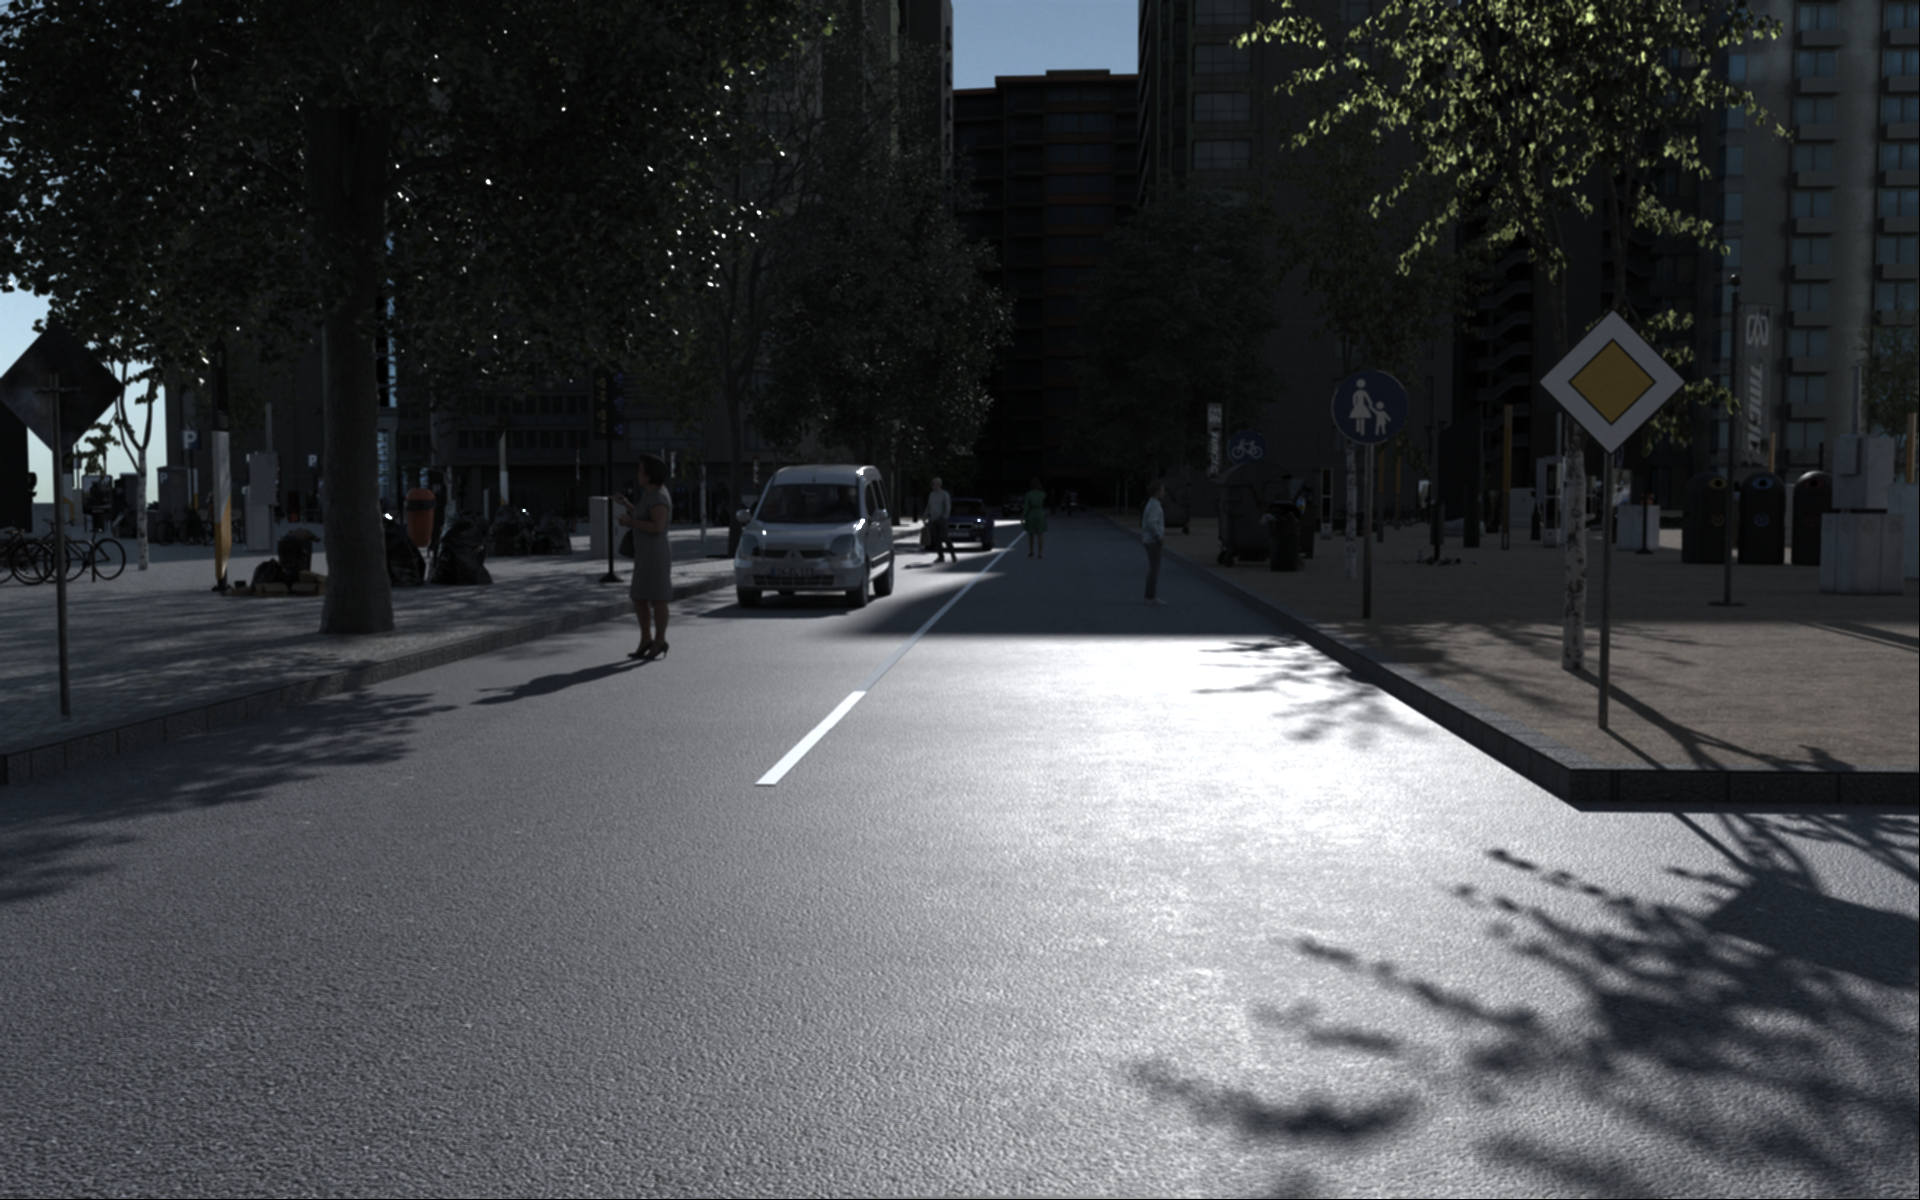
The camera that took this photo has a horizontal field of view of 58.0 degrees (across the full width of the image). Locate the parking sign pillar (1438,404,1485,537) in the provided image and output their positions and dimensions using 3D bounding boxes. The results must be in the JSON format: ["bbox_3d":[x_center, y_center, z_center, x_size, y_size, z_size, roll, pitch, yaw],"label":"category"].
[{"bbox_3d":[15.159,-3.910,52.397,1.447,3.967,1.447,3,4,36],"label":"parking sign pillar"}]

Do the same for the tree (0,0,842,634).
[{"bbox_3d":[-5.523,-6.675,15.793,9.857,13.997,8.962,0,3,0],"label":"tree"}]

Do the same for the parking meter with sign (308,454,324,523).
[{"bbox_3d":[-28.096,-4.933,76.907,0.543,3.016,1.738,1,4,21],"label":"parking meter with sign"}]

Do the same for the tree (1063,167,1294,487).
[{"bbox_3d":[8.775,-9.946,69.272,9.857,13.997,8.962,0,3,0],"label":"tree"}]

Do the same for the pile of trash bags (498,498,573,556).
[{"bbox_3d":[-9.929,-1.611,36.095,1.912,1.369,3.447,3,5,43],"label":"pile of trash bags"}]

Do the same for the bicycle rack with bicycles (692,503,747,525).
[{"bbox_3d":[-10.034,-3.597,72.198,2.852,0.926,2.925,0,4,-2],"label":"bicycle rack with bicycles"}]

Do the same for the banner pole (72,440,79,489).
[{"bbox_3d":[-40.536,-5.449,79.112,0.863,3.779,0.401,-2,4,-35],"label":"banner pole"}]

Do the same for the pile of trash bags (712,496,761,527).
[{"bbox_3d":[-8.261,-3.579,68.263,1.912,1.369,3.447,-3,5,-39],"label":"pile of trash bags"}]

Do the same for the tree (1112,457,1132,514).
[{"bbox_3d":[10.357,-9.840,111.242,4.360,8.622,3.978,0,3,0],"label":"tree"}]

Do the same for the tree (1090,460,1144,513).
[{"bbox_3d":[10.977,-8.237,118.386,4.285,4.588,4.351,0,3,0],"label":"tree"}]

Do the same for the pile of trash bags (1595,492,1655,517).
[{"bbox_3d":[28.549,-4.013,75.369,3.447,1.369,1.912,0,4,-8],"label":"pile of trash bags"}]

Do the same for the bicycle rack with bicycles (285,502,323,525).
[{"bbox_3d":[-31.578,-4.099,80.398,2.852,0.926,2.925,2,4,27],"label":"bicycle rack with bicycles"}]

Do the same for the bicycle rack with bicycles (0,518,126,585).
[{"bbox_3d":[-13.630,-0.718,25.117,2.852,0.926,2.925,3,5,43],"label":"bicycle rack with bicycles"}]

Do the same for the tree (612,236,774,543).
[{"bbox_3d":[-6.995,-5.808,45.316,4.737,8.622,4.395,0,3,0],"label":"tree"}]

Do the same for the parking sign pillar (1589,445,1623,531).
[{"bbox_3d":[22.717,-4.392,60.285,1.447,3.967,1.447,2,4,32],"label":"parking sign pillar"}]

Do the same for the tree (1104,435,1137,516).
[{"bbox_3d":[9.515,-9.193,100.670,4.737,8.622,4.395,0,3,0],"label":"tree"}]

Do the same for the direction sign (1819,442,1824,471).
[{"bbox_3d":[37.897,-5.156,76.290,0.379,3.537,0.876,1,4,18],"label":"direction sign"}]

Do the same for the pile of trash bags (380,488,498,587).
[{"bbox_3d":[-7.975,-0.968,25.582,1.912,1.369,3.447,-1,4,-19],"label":"pile of trash bags"}]

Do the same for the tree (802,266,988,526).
[{"bbox_3d":[-2.678,-8.754,68.884,9.928,11.665,9.643,0,3,0],"label":"tree"}]

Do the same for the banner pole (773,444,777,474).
[{"bbox_3d":[-6.824,-4.516,63.861,0.401,3.779,0.863,0,4,3],"label":"banner pole"}]

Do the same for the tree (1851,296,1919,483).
[{"bbox_3d":[35.524,-7.025,65.215,4.737,8.622,4.395,0,3,0],"label":"tree"}]

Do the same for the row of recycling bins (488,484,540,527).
[{"bbox_3d":[-17.712,-3.785,69.003,1.069,1.692,3.534,1,4,11],"label":"row of recycling bins"}]

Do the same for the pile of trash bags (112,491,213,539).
[{"bbox_3d":[-23.135,-2.538,51.250,1.912,1.369,3.447,2,4,27],"label":"pile of trash bags"}]

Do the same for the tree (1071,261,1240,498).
[{"bbox_3d":[9.285,-10.176,83.378,9.611,12.733,9.660,0,3,0],"label":"tree"}]

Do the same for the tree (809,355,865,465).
[{"bbox_3d":[-5.214,-7.964,80.567,4.737,8.622,4.395,0,3,0],"label":"tree"}]

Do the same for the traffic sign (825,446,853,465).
[{"bbox_3d":[-3.185,-2.779,45.551,0.768,2.556,0.104,1,4,10],"label":"traffic sign"}]

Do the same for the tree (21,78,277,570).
[{"bbox_3d":[-13.770,-4.823,29.215,4.737,8.622,4.395,0,3,0],"label":"tree"}]

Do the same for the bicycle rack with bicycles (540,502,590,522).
[{"bbox_3d":[-18.034,-4.086,80.192,2.925,0.926,2.852,2,4,27],"label":"bicycle rack with bicycles"}]

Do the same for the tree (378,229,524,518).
[{"bbox_3d":[-14.051,-5.948,47.609,4.360,8.622,3.978,0,3,0],"label":"tree"}]

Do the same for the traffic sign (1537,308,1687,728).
[{"bbox_3d":[3.531,-0.356,9.458,0.795,2.450,0.064,0,4,3],"label":"traffic sign"}]

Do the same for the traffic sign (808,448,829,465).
[{"bbox_3d":[-3.815,-2.902,47.558,0.768,2.556,0.104,1,4,9],"label":"traffic sign"}]

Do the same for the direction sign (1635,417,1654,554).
[{"bbox_3d":[14.654,-2.752,36.990,0.379,3.537,0.876,1,4,8],"label":"direction sign"}]

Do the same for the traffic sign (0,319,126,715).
[{"bbox_3d":[-5.196,-0.389,10.001,0.795,2.450,0.064,0,4,3],"label":"traffic sign"}]

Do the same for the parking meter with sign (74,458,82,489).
[{"bbox_3d":[-41.643,-5.325,83.330,0.543,3.016,1.738,2,4,31],"label":"parking meter with sign"}]

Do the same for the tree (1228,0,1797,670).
[{"bbox_3d":[4.303,-3.790,12.327,4.360,8.622,3.978,0,3,0],"label":"tree"}]

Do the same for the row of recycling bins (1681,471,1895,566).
[{"bbox_3d":[15.026,-1.490,31.467,3.534,1.692,1.069,2,4,26],"label":"row of recycling bins"}]

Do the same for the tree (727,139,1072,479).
[{"bbox_3d":[-2.873,-8.454,55.225,9.611,12.733,9.660,0,3,0],"label":"tree"}]

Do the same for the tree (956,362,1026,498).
[{"bbox_3d":[1.116,-11.303,119.214,7.601,10.594,8.767,0,4,8],"label":"tree"}]

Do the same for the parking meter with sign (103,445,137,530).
[{"bbox_3d":[-29.587,-4.011,61.838,1.738,3.016,0.543,-2,4,-25],"label":"parking meter with sign"}]

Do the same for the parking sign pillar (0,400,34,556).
[{"bbox_3d":[-20.404,-2.938,36.507,1.447,3.967,1.447,3,5,41],"label":"parking sign pillar"}]

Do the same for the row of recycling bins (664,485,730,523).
[{"bbox_3d":[-12.008,-4.272,76.955,3.534,1.692,1.069,-1,4,-13],"label":"row of recycling bins"}]

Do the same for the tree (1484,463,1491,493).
[{"bbox_3d":[22.781,-4.996,76.286,1.663,3.219,1.824,0,3,0],"label":"tree"}]

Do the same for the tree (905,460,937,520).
[{"bbox_3d":[-1.999,-5.659,87.126,1.663,3.219,1.824,0,3,0],"label":"tree"}]

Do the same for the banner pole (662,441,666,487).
[{"bbox_3d":[-14.107,-5.663,82.605,0.401,3.779,0.863,-2,4,-24],"label":"banner pole"}]

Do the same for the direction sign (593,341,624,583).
[{"bbox_3d":[-5.087,-2.028,25.159,0.379,3.537,0.876,1,4,16],"label":"direction sign"}]

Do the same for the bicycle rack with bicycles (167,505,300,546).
[{"bbox_3d":[-18.770,-1.846,43.571,2.852,0.926,2.925,3,5,42],"label":"bicycle rack with bicycles"}]

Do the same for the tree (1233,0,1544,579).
[{"bbox_3d":[6.117,-4.618,25.873,4.737,8.622,4.395,0,3,0],"label":"tree"}]

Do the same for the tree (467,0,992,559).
[{"bbox_3d":[-4.472,-7.580,34.299,12.009,13.543,11.850,0,3,0],"label":"tree"}]

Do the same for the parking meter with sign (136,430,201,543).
[{"bbox_3d":[-20.988,-3.048,46.095,0.543,3.016,1.738,1,4,14],"label":"parking meter with sign"}]

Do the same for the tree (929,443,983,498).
[{"bbox_3d":[-0.223,-7.183,101.149,4.285,4.588,4.351,0,3,0],"label":"tree"}]
